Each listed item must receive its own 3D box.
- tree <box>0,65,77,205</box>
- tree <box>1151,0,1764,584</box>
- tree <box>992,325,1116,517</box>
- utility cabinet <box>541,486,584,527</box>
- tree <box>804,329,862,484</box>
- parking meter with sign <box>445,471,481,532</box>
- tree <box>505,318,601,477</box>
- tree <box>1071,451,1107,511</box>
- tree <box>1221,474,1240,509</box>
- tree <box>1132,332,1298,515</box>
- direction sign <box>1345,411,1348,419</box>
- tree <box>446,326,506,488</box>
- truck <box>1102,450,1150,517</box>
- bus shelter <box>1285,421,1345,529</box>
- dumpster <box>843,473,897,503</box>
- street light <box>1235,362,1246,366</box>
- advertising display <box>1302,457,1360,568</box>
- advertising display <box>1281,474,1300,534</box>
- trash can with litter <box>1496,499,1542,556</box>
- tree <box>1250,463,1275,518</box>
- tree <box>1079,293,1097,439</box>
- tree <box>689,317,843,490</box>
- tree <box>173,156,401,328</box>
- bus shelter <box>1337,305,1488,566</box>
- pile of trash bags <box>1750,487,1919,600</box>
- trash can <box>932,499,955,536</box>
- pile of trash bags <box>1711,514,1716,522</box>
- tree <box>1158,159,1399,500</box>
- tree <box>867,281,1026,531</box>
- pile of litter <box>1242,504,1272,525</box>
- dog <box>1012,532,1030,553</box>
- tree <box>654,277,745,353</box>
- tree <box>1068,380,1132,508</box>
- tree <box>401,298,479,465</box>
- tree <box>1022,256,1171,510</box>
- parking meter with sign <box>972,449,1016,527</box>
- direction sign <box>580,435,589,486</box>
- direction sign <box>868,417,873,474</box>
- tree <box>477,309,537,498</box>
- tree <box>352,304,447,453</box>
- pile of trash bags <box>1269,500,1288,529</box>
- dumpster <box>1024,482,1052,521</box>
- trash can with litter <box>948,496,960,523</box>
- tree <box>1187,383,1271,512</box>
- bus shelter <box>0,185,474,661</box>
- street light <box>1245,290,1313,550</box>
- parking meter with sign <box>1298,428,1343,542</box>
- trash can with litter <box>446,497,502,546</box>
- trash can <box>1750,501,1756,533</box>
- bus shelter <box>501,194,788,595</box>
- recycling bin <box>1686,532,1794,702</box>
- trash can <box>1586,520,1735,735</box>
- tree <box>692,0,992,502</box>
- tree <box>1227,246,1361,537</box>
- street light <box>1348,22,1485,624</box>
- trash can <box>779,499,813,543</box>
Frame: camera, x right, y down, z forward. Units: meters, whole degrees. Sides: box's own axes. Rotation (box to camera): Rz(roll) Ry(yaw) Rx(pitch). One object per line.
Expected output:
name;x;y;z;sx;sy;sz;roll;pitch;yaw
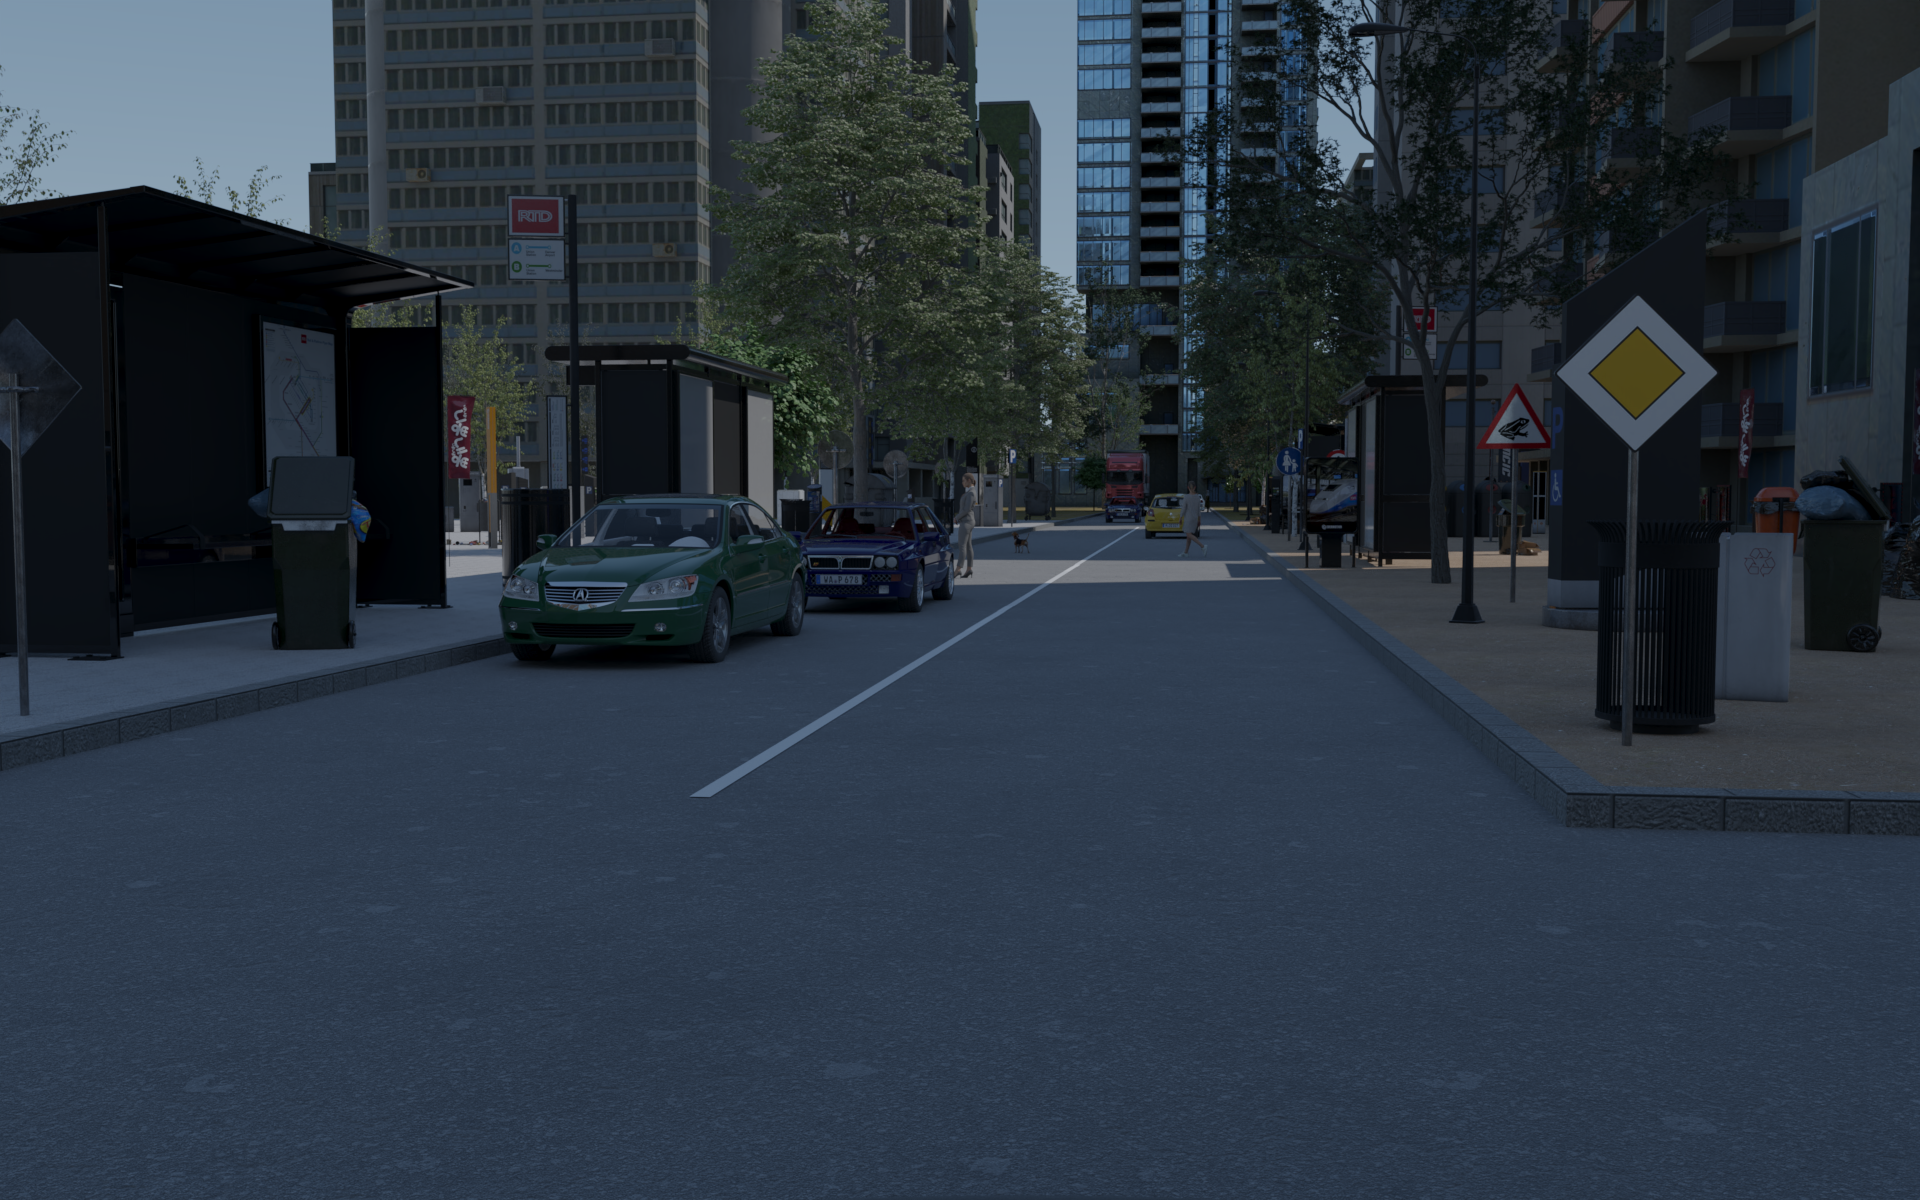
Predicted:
tree;-16.733;-4.801;28.856;4.360;8.622;3.978;0;3;0
tree;6.984;-5.536;24.923;8.767;10.594;7.601;0;4;7
tree;4.911;-9.858;95.585;7.601;10.594;8.767;-3;4;-38
utility cabinet;-11.334;-2.490;49.387;1.173;1.500;0.318;-2;4;-26
tree;-6.245;-7.689;76.084;4.737;8.622;4.395;0;3;0
parking meter with sign;-16.529;-3.796;58.327;1.738;3.016;0.543;-1;4;-19
tree;-16.063;-7.512;73.182;4.360;8.622;3.978;0;3;0
tree;10.009;-8.849;128.398;4.285;4.588;4.351;0;3;0
tree;23.135;-9.434;148.849;1.663;3.219;1.824;0;3;0
tree;17.448;-10.963;105.005;9.928;11.665;9.643;0;3;0
direction sign;10.598;-3.367;47.051;0.379;3.537;0.876;0;4;-6
tree;-21.825;-7.621;74.961;4.360;8.622;3.978;0;3;0
truck;10.881;-7.545;112.274;2.839;4.237;11.283;0;4;8
bus shelter;11.981;-4.111;58.496;1.731;3.624;6.357;0;4;8
dumpster;-2.538;-2.615;48.509;1.264;1.857;1.865;0;4;8
street light;10.345;-5.420;61.164;1.470;5.913;1.316;0;4;8
advertising display;6.454;-1.523;30.121;0.974;1.923;0.123;0;4;-8
advertising display;10.751;-3.067;55.354;0.974;1.923;0.123;0;4;-3
trash can with litter;11.799;-1.533;36.457;0.624;1.170;1.055;-2;4;-28
tree;16.267;-5.984;92.437;1.663;3.219;1.824;0;3;0
tree;2.584;-9.704;76.794;7.486;12.596;7.792;0;3;0
tree;-3.873;-2.961;32.129;4.285;4.588;4.351;0;3;0
tree;-15.911;-5.401;38.675;4.737;8.622;4.395;0;3;0
bus shelter;8.769;-3.488;34.654;2.179;5.291;8.768;0;4;8
pile of trash bags;11.751;-0.728;21.658;3.447;1.369;1.912;1;4;15
trash can;-0.505;-2.568;53.648;0.748;1.137;0.748;0;3;0
pile of trash bags;14.188;-1.496;34.219;1.912;1.369;3.447;2;4;32
tree;12.597;-9.862;67.896;9.857;13.997;8.962;0;3;0
tree;-0.103;-6.678;59.553;4.737;8.622;4.395;0;3;0
pile of litter;12.704;-3.609;72.978;1.719;0.858;1.176;0;4;7
dog;1.473;-1.394;42.077;0.540;0.507;0.406;1;4;16
tree;-8.450;-6.550;57.449;4.737;8.622;4.395;0;3;0
tree;13.151;-14.107;156.410;9.928;11.665;9.643;0;3;0
tree;-16.285;-5.909;46.976;4.737;8.622;4.395;0;3;0
tree;10.849;-17.411;140.555;12.611;20.169;13.585;0;3;0
parking meter with sign;1.300;-4.375;67.793;1.738;3.016;0.543;2;4;29
direction sign;-14.672;-4.583;66.929;0.876;3.537;0.379;2;4;33
direction sign;-2.641;-3.623;51.237;0.379;3.537;0.876;0;4;4
tree;-18.369;-7.120;66.778;4.737;8.622;4.395;0;3;0
tree;-19.991;-6.516;56.905;4.360;8.622;3.978;0;3;0
pile of trash bags;12.551;-3.330;64.198;1.912;1.369;3.447;1;4;20
dumpster;3.767;-4.788;84.046;1.264;1.857;1.865;0;4;8
trash can with litter;-0.286;-3.981;76.145;1.678;1.210;2.233;-2;4;-30
tree;19.967;-12.515;122.747;7.486;12.596;7.792;0;3;0
bus shelter;-6.646;-1.536;16.402;1.731;3.624;6.357;0;4;8
street light;7.368;-4.099;39.555;1.470;5.913;1.316;0;4;8
parking meter with sign;9.937;-3.056;46.234;1.738;3.016;0.543;0;4;-2
trash can with litter;-12.275;-2.005;43.847;2.233;1.210;1.678;0;4;0
trash can;17.464;-1.578;37.462;0.748;1.137;0.748;0;3;0
bus shelter;-4.632;-2.948;25.833;2.179;5.291;8.768;0;4;8
recycling bin;4.918;0.090;11.086;0.722;1.027;0.722;2;4;26
trash can;3.789;0.137;9.420;0.748;1.137;0.748;0;3;0
tree;-2.689;-7.469;40.246;7.486;12.596;7.792;0;3;0
tree;10.105;-6.232;52.262;4.737;8.622;4.395;0;3;0
street light;4.520;-2.730;17.171;1.470;5.913;1.316;0;4;8
trash can;-3.800;-1.753;40.309;0.748;1.137;0.748;0;3;0
